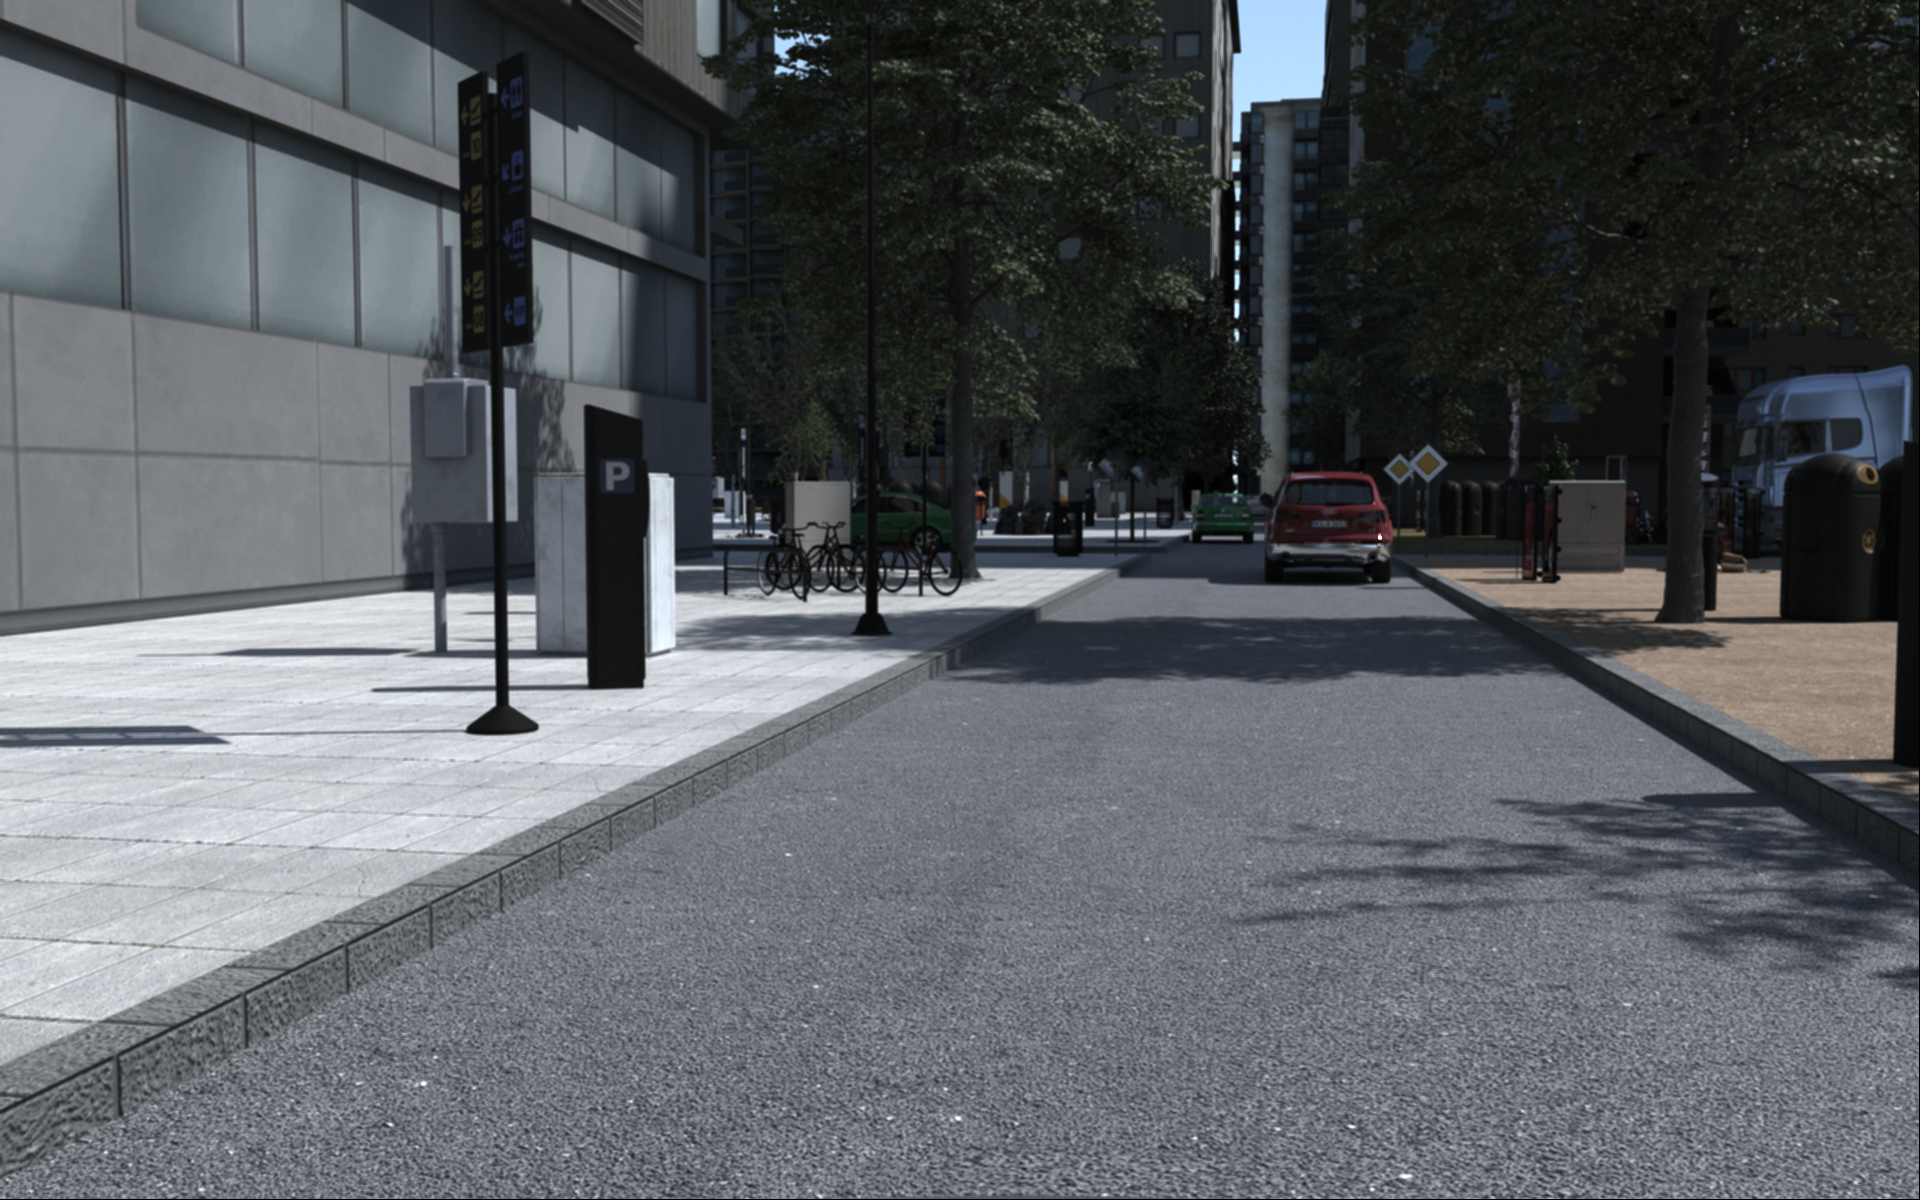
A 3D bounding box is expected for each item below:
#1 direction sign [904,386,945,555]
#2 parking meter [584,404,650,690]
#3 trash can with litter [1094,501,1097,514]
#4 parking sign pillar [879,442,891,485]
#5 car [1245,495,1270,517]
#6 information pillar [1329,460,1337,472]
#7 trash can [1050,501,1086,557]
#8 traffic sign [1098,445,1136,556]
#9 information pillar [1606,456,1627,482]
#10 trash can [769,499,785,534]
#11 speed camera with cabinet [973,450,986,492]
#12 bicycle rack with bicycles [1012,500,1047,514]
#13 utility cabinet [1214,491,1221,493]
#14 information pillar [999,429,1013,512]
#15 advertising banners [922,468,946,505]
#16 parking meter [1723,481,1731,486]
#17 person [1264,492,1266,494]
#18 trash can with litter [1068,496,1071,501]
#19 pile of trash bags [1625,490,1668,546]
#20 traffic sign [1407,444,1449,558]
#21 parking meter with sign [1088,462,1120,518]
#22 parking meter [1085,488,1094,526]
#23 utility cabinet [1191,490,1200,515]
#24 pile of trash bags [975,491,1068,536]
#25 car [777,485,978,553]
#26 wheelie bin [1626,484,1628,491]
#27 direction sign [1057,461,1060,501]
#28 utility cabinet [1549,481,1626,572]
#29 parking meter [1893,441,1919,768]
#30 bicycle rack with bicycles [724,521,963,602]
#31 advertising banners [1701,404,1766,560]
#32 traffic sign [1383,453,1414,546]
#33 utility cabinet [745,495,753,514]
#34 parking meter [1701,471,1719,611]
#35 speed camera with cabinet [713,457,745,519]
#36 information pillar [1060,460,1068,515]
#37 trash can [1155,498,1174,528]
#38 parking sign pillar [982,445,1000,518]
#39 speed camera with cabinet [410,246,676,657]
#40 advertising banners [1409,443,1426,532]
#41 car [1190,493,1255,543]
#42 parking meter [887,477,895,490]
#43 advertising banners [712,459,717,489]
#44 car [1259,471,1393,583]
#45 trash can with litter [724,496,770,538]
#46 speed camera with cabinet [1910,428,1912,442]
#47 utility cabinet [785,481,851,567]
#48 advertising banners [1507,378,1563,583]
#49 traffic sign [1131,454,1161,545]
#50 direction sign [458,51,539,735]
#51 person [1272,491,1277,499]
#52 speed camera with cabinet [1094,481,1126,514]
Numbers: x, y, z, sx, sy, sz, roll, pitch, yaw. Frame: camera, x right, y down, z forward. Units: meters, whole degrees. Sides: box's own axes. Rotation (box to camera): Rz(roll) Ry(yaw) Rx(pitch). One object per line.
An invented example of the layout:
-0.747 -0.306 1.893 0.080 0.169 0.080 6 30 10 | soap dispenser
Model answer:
-0.742 -2.706 36.235 0.876 3.537 0.379 1 4 12 | direction sign
-2.267 -0.352 11.467 0.399 1.863 0.255 -1 4 -18 | parking meter
8.260 -5.702 104.609 1.055 1.170 0.624 1 4 11 | trash can with litter
-4.262 -6.249 90.642 1.447 3.967 1.447 1 4 23 | parking sign pillar
16.918 -5.273 98.578 2.083 1.381 4.827 1 4 12 | car
24.628 -7.525 114.383 0.504 3.616 0.183 1 4 21 | information pillar
2.228 -1.471 35.708 0.748 1.137 0.748 0 3 0 | trash can
3.226 -1.958 35.657 0.795 2.450 0.064 1 4 10 | traffic sign
12.591 -1.761 33.286 0.304 2.012 0.304 2 4 35 | information pillar
-5.783 -2.687 55.582 0.748 1.137 0.748 0 3 0 | trash can
0.422 -5.106 77.818 0.660 3.252 2.038 -2 4 -31 | speed camera with cabinet
3.871 -6.007 111.599 2.852 0.926 2.925 -2 4 -29 | bicycle rack with bicycles
17.196 -6.543 115.650 0.318 1.500 1.173 0 4 1 | utility cabinet
1.683 -4.375 62.887 0.504 3.616 0.183 0 4 1 | information pillar
-1.567 -7.375 116.768 2.074 3.025 0.090 -1 4 -8 | advertising banners
33.296 -4.244 75.108 0.399 1.863 0.255 -2 4 -33 | parking meter
29.875 -9.748 169.348 0.415 1.643 0.593 -3 5 -44 | person
7.060 -6.601 119.306 1.055 1.170 0.624 -2 4 -33 | trash can with litter
17.617 -2.122 44.451 1.912 1.369 3.447 3 4 38 | pile of trash bags
9.317 -1.889 34.534 0.795 2.450 0.064 1 4 10 | traffic sign
7.616 -5.824 91.482 1.738 3.016 0.543 -2 4 -29 | parking meter with sign
5.150 -3.694 68.814 0.372 1.533 0.369 0 3 0 | parking meter
13.999 -5.750 102.684 0.318 1.500 1.173 1 4 19 | utility cabinet
1.732 -2.736 54.485 3.447 1.369 1.912 -2 4 -32 | pile of trash bags
-1.956 -1.957 40.788 4.718 1.807 1.959 1 4 10 | car
19.507 -2.664 51.459 0.980 1.594 0.693 3 5 43 | wheelie bin
6.468 -7.482 114.325 0.379 3.537 0.876 -2 4 -30 | direction sign
10.263 -1.206 28.390 1.173 1.500 0.318 1 4 15 | utility cabinet
4.630 0.016 8.157 0.372 1.533 0.369 0 3 0 | parking meter
-1.731 -0.529 22.037 2.852 0.926 2.925 -3 4 -39 | bicycle rack with bicycles
15.025 -2.307 33.900 2.074 3.025 0.090 -2 4 -26 | advertising banners
10.745 -2.370 42.391 0.795 2.450 0.064 1 4 10 | traffic sign
-13.698 -6.076 110.506 1.020 1.237 0.306 3 4 36 | utility cabinet
8.171 -0.656 19.139 0.372 1.533 0.369 0 3 0 | parking meter
-12.281 -5.922 91.161 2.038 3.252 0.660 2 4 30 | speed camera with cabinet
6.465 -7.111 107.617 0.504 3.616 0.183 1 4 12 | information pillar
7.678 -3.259 64.940 0.748 1.137 0.748 0 3 0 | trash can
1.636 -6.317 91.761 1.447 3.967 1.447 -2 4 -33 | parking sign pillar
-3.359 -1.200 13.964 2.038 3.252 0.660 1 4 12 | speed camera with cabinet
15.689 -3.848 59.108 0.090 3.025 2.074 0 4 -6 | advertising banners
7.847 -2.627 51.746 1.959 1.807 4.718 1 4 8 | car
-2.458 -3.369 60.801 0.255 1.863 0.399 -2 4 -29 | parking meter
-13.081 -5.501 86.124 2.074 3.025 0.090 1 4 8 | advertising banners
6.266 -1.284 29.659 2.281 1.827 5.304 1 4 11 | car
-6.370 -2.441 50.969 1.678 1.210 2.233 1 4 9 | trash can with litter
29.033 -3.508 51.699 0.660 3.252 2.038 -1 4 -17 | speed camera with cabinet
-2.501 -1.332 30.460 1.173 1.500 0.318 -3 4 -37 | utility cabinet
8.507 -1.808 25.755 0.090 3.025 2.074 0 4 -3 | advertising banners
4.653 -2.439 43.514 0.795 2.450 0.064 1 4 10 | traffic sign
-2.481 -1.058 9.293 0.379 3.537 0.876 -3 4 -38 | direction sign
32.038 -10.178 175.645 0.721 1.736 1.217 -1 4 -22 | person
9.827 -7.291 113.549 2.038 3.252 0.660 -1 4 -13 | speed camera with cabinet
